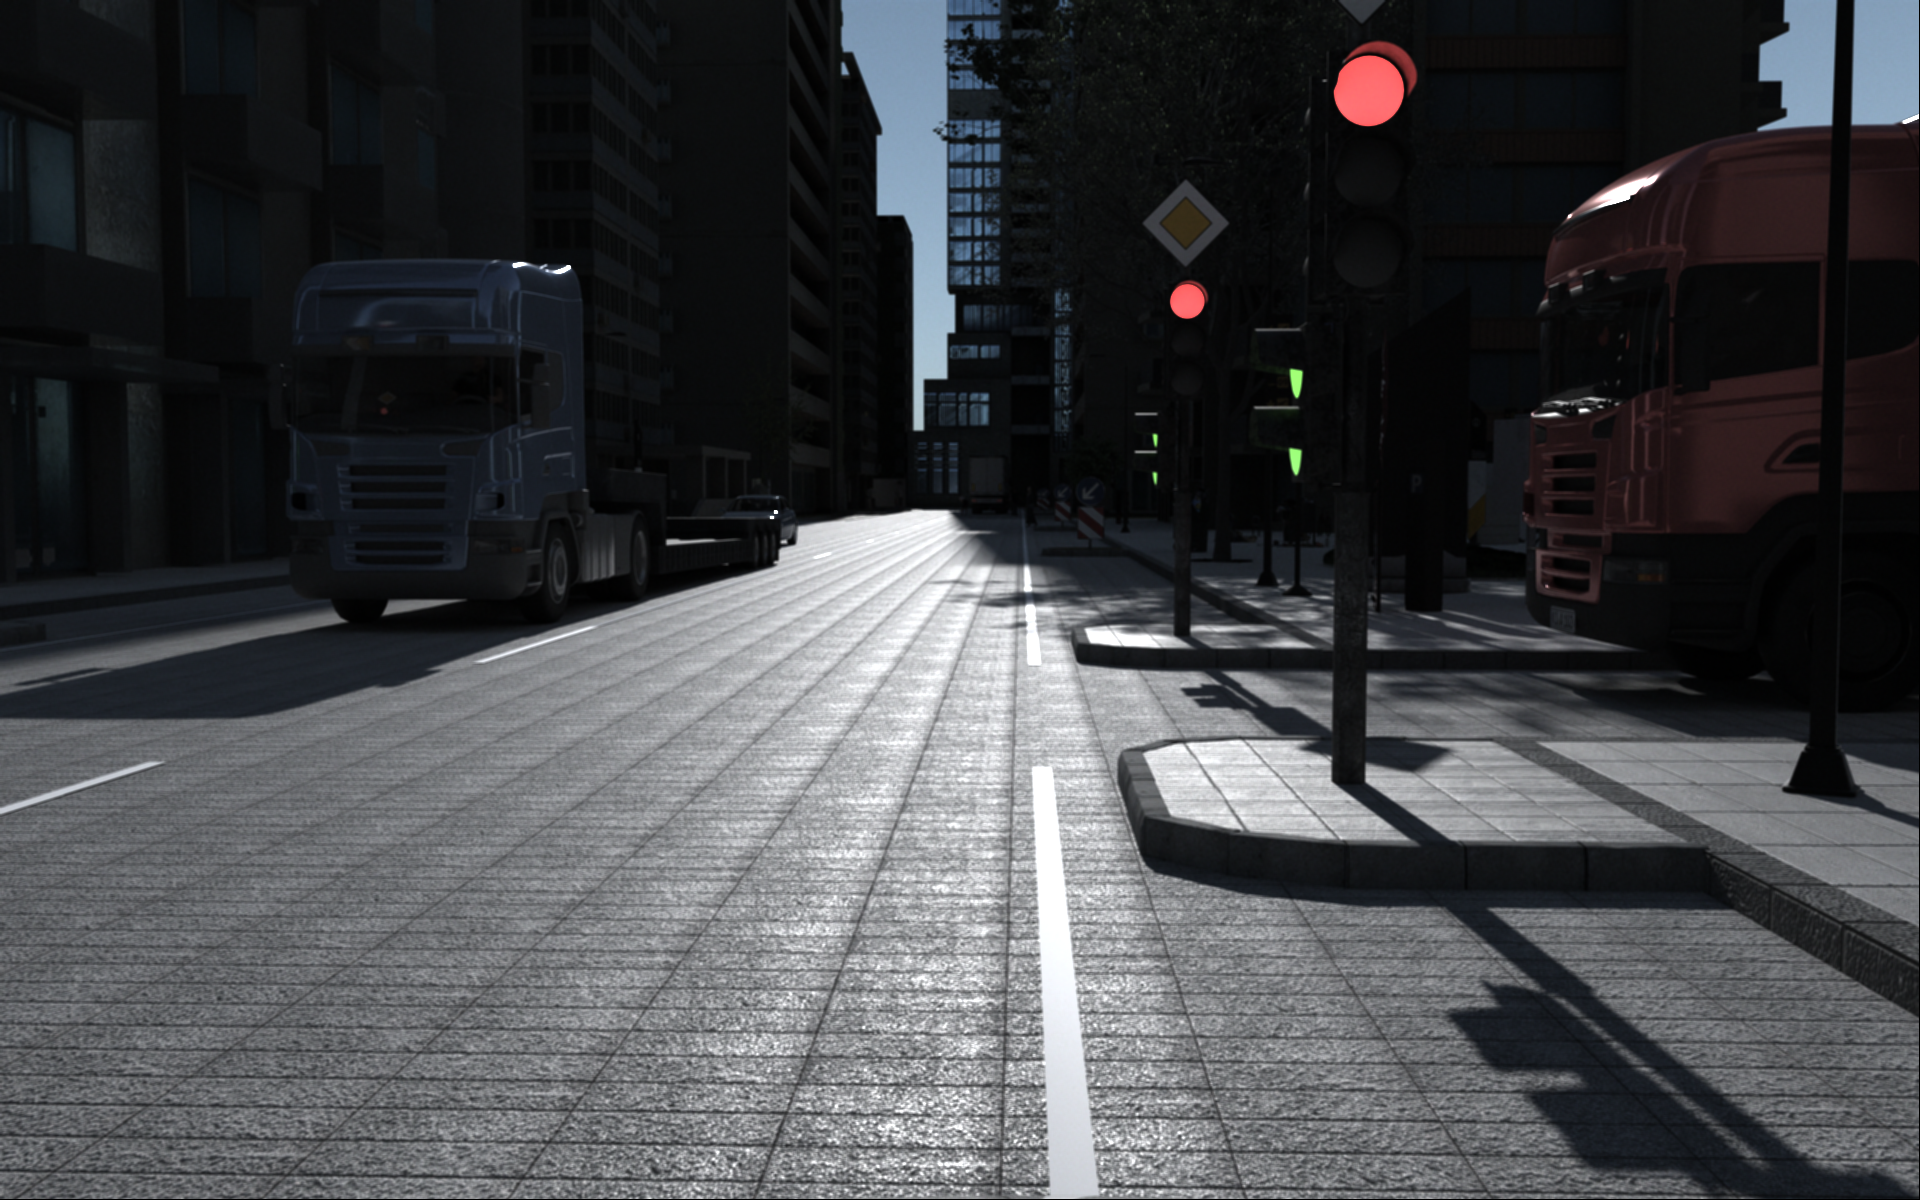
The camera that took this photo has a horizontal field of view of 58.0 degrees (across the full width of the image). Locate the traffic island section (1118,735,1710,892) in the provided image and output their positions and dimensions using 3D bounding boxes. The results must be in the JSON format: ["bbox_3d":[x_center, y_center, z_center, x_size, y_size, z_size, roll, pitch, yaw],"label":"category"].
[{"bbox_3d":[1.752,0.891,7.717,2.009,0.180,2.903,0,4,2],"label":"traffic island section"}]

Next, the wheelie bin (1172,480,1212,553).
[{"bbox_3d":[5.125,-1.858,38.293,0.693,1.594,0.980,-2,4,-29],"label":"wheelie bin"}]

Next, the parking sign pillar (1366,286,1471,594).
[{"bbox_3d":[6.022,-2.102,22.838,1.447,3.967,1.447,1,4,14],"label":"parking sign pillar"}]

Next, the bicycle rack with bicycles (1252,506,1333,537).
[{"bbox_3d":[10.102,-2.435,53.201,2.852,0.926,2.925,0,4,5],"label":"bicycle rack with bicycles"}]

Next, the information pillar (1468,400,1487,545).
[{"bbox_3d":[12.867,-3.166,43.113,0.504,3.616,0.183,-1,4,-23],"label":"information pillar"}]

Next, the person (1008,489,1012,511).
[{"bbox_3d":[4.326,-8.526,147.899,0.705,1.824,1.348,-1,4,-16],"label":"person"}]

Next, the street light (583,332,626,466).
[{"bbox_3d":[-10.241,-4.719,49.695,1.470,5.913,1.316,0,4,2],"label":"street light"}]

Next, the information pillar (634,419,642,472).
[{"bbox_3d":[-10.079,-3.848,54.276,0.183,3.616,0.504,0,4,7],"label":"information pillar"}]

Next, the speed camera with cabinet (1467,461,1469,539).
[{"bbox_3d":[14.931,-3.299,48.274,0.660,3.252,2.038,-2,4,-24],"label":"speed camera with cabinet"}]

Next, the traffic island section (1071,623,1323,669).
[{"bbox_3d":[2.034,0.403,15.697,2.009,0.180,2.903,0,4,2],"label":"traffic island section"}]

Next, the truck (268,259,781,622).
[{"bbox_3d":[-5.334,-2.232,26.255,2.967,4.110,18.799,0,4,3],"label":"truck"}]

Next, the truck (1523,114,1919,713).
[{"bbox_3d":[9.283,-1.429,12.275,11.283,4.237,2.839,0,4,1],"label":"truck"}]

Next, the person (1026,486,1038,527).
[{"bbox_3d":[3.089,-4.080,75.629,0.534,1.772,0.576,-3,5,-41],"label":"person"}]

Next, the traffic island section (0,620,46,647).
[{"bbox_3d":[-9.999,0.376,16.126,2.009,0.180,2.903,0,4,2],"label":"traffic island section"}]

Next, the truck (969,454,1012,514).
[{"bbox_3d":[2.244,-8.511,128.067,2.839,4.237,11.283,0,4,4],"label":"truck"}]

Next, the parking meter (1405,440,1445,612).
[{"bbox_3d":[5.094,-0.813,19.003,0.255,1.863,0.399,-2,4,-24],"label":"parking meter"}]

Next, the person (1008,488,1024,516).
[{"bbox_3d":[3.631,-6.483,114.504,1.348,1.822,0.705,-3,4,-39],"label":"person"}]

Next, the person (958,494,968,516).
[{"bbox_3d":[0.181,-6.283,114.423,0.799,1.438,0.628,1,4,17],"label":"person"}]

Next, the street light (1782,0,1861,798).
[{"bbox_3d":[3.188,-2.128,7.342,1.470,5.913,1.316,0,4,2],"label":"street light"}]

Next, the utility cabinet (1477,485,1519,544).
[{"bbox_3d":[13.579,-2.155,43.908,1.173,1.500,0.318,-1,4,-16],"label":"utility cabinet"}]

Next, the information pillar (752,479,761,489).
[{"bbox_3d":[-9.713,-4.783,82.692,0.304,2.012,0.304,2,4,35],"label":"information pillar"}]

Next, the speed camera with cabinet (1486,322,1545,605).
[{"bbox_3d":[7.255,-1.601,20.514,2.038,3.252,0.660,-2,4,-28],"label":"speed camera with cabinet"}]

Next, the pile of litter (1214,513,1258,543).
[{"bbox_3d":[7.409,-1.990,46.500,1.176,0.858,1.719,1,4,11],"label":"pile of litter"}]

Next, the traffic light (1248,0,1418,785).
[{"bbox_3d":[1.712,-1.143,7.605,0.839,4.253,0.868,0,4,2],"label":"traffic light"}]

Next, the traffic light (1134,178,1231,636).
[{"bbox_3d":[1.995,-1.631,15.585,0.839,4.253,0.868,0,4,2],"label":"traffic light"}]

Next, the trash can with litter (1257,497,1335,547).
[{"bbox_3d":[8.272,-1.917,42.405,1.678,1.210,2.233,-2,4,-35],"label":"trash can with litter"}]

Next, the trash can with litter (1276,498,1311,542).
[{"bbox_3d":[9.002,-2.157,46.647,0.624,1.170,1.055,3,4,37],"label":"trash can with litter"}]

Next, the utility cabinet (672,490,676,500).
[{"bbox_3d":[-13.893,-4.594,83.791,0.318,1.500,1.173,0,4,-6],"label":"utility cabinet"}]

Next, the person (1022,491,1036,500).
[{"bbox_3d":[5.943,-8.614,149.426,1.348,1.812,0.705,2,4,26],"label":"person"}]

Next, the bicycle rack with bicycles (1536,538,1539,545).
[{"bbox_3d":[11.497,-0.952,28.955,2.852,0.926,2.925,-2,4,-31],"label":"bicycle rack with bicycles"}]

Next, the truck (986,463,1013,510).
[{"bbox_3d":[3.302,-10.379,158.615,2.839,4.237,11.283,0,4,3],"label":"truck"}]
